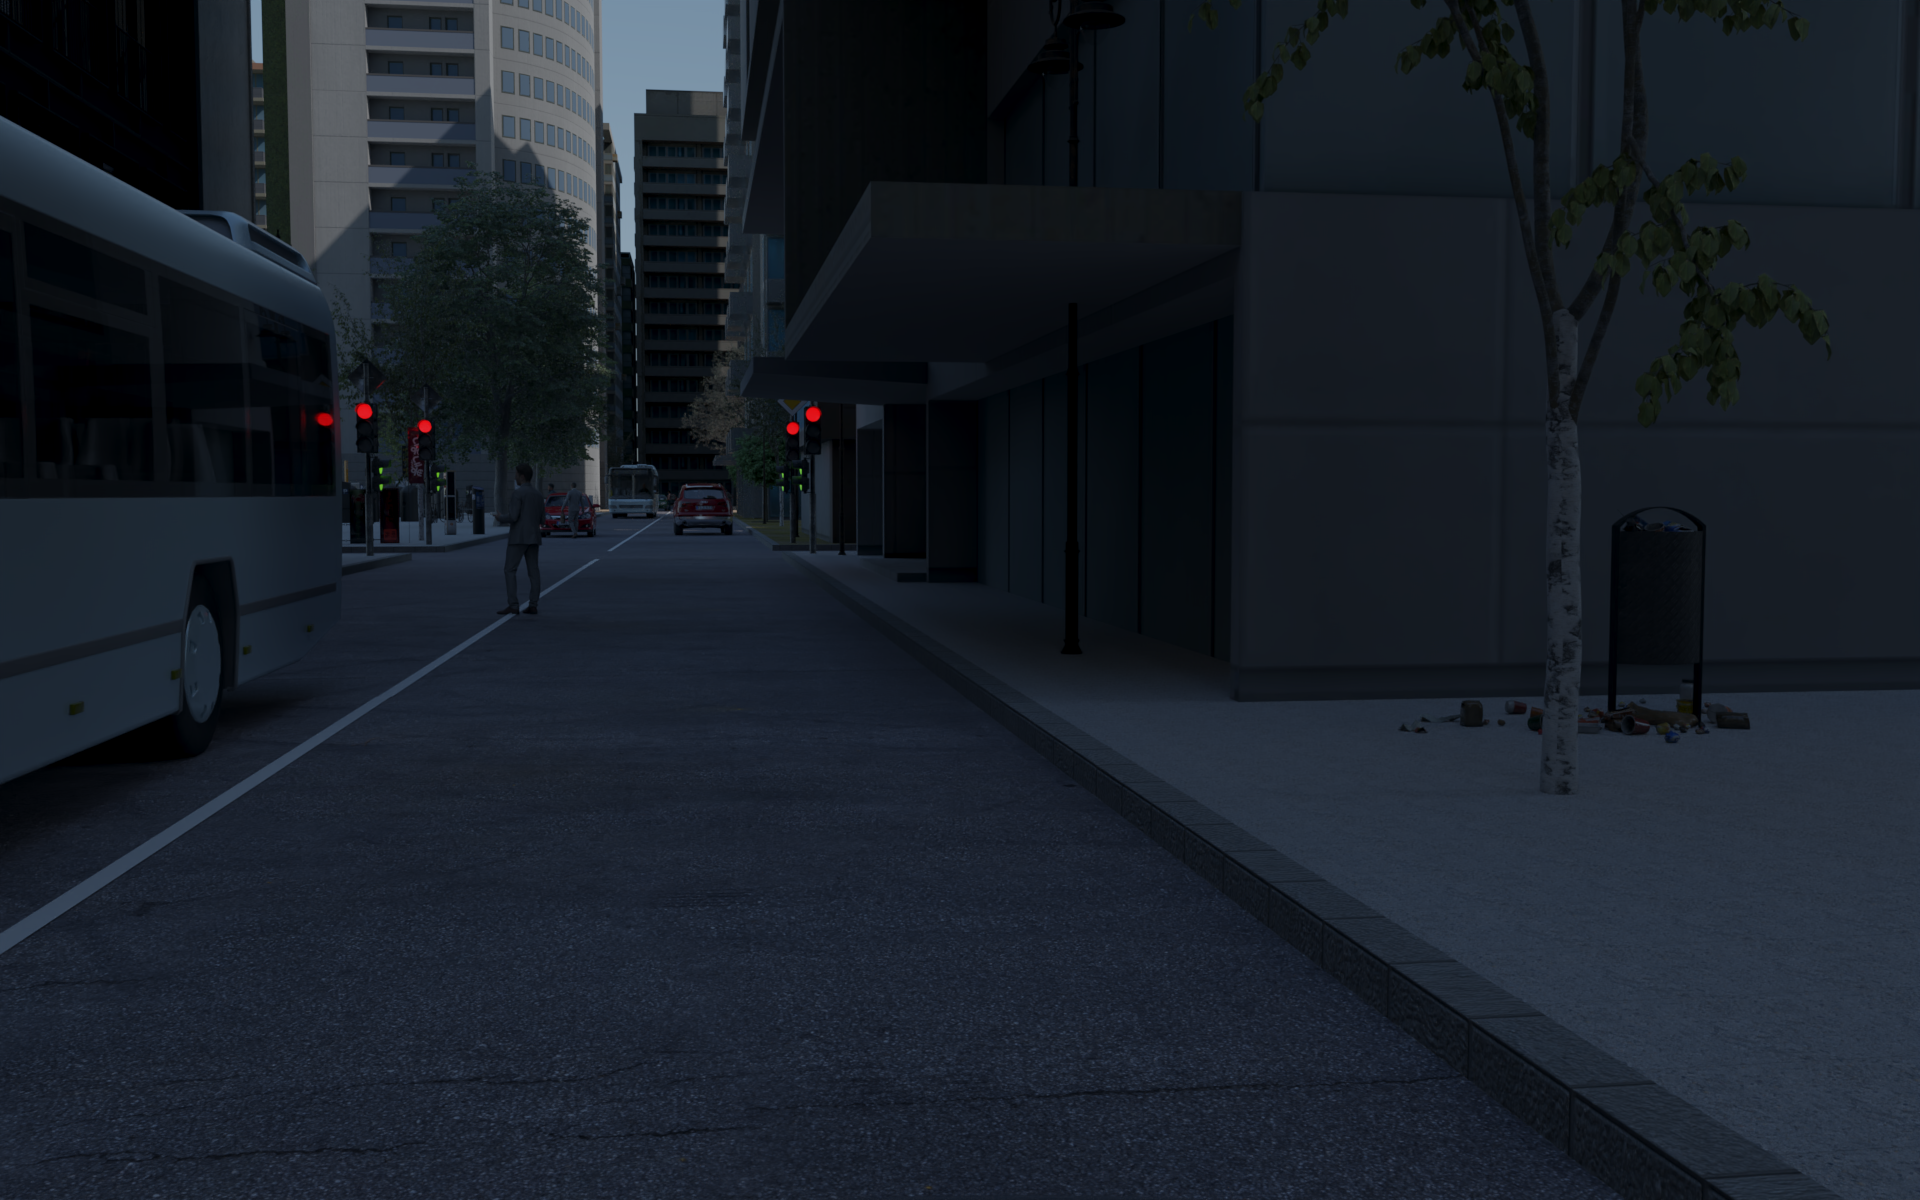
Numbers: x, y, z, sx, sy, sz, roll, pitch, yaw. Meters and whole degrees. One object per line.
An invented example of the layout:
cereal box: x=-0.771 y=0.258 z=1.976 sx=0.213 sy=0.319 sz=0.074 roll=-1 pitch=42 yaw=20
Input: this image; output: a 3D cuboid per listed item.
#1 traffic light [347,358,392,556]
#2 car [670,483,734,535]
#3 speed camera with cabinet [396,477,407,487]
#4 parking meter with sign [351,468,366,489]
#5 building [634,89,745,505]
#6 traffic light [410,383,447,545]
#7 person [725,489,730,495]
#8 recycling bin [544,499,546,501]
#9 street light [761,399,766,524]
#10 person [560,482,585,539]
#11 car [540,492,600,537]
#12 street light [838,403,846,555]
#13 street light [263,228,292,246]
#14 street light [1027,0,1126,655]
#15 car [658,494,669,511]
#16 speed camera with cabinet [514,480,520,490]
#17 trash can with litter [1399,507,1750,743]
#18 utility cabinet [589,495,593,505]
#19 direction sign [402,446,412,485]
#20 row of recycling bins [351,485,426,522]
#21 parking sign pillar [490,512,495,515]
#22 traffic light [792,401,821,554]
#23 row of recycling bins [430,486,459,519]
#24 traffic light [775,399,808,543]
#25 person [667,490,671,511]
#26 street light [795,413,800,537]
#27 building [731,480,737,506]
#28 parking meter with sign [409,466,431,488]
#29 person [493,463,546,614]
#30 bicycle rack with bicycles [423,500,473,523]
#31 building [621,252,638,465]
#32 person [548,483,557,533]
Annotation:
traffic light: x=-12.247 y=-2.873 z=35.891 sx=0.839 sy=4.253 sz=0.868 roll=-1 pitch=4 yaw=-9
car: x=-9.216 y=-3.258 z=61.933 sx=2.281 sy=1.827 sz=5.304 roll=-1 pitch=4 yaw=-10
speed camera with cabinet: x=-37.516 y=-7.413 z=115.537 sx=0.660 sy=3.252 sz=2.038 roll=-3 pitch=4 yaw=-38
parking meter with sign: x=-40.247 y=-7.303 z=115.660 sx=1.738 sy=3.016 sz=0.543 roll=1 pitch=4 yaw=13
building: x=-28.684 y=-36.001 z=212.314 sx=21.600 sy=48.544 sz=21.300 roll=-1 pitch=4 yaw=-9
traffic light: x=-13.443 y=-3.356 z=43.786 sx=0.839 sy=4.253 sz=0.868 roll=-1 pitch=4 yaw=-9
person: x=-23.532 y=-10.304 z=174.519 sx=1.348 sy=1.824 sz=0.705 roll=-1 pitch=4 yaw=-11
recycling bin: x=-20.147 y=-4.460 z=85.475 sx=0.722 sy=1.027 sz=0.722 roll=-1 pitch=4 yaw=-19
street light: x=-8.381 y=-6.196 z=74.096 sx=0.468 sy=5.910 sz=1.993 roll=-1 pitch=4 yaw=-9
person: x=-12.510 y=-2.898 z=55.999 sx=0.853 sy=1.813 sz=0.709 roll=3 pitch=5 yaw=45
car: x=-13.270 y=-3.034 z=58.647 sx=2.155 sy=1.783 sz=4.494 roll=-1 pitch=4 yaw=-10
street light: x=-2.481 y=-3.882 z=36.262 sx=0.468 sy=5.910 sz=1.993 roll=-1 pitch=4 yaw=-9
street light: x=-11.899 y=-3.523 z=30.391 sx=0.468 sy=5.910 sz=1.993 roll=-1 pitch=4 yaw=-9
street light: x=0.897 y=-2.505 z=13.751 sx=0.468 sy=5.910 sz=1.993 roll=-1 pitch=4 yaw=-9
car: x=-25.920 y=-8.358 z=148.450 sx=2.131 sy=1.459 sz=4.920 roll=0 pitch=4 yaw=-7
speed camera with cabinet: x=-26.735 y=-6.790 z=105.349 sx=0.660 sy=3.252 sz=2.038 roll=-1 pitch=4 yaw=-10
trash can with litter: x=3.470 y=0.084 z=9.681 sx=2.233 sy=1.210 sz=1.678 roll=0 pitch=4 yaw=-6
utility cabinet: x=-24.316 y=-6.299 z=114.148 sx=0.306 sy=1.237 sz=1.020 roll=-1 pitch=4 yaw=-12
direction sign: x=-25.796 y=-5.471 z=81.447 sx=0.876 sy=3.537 sz=0.379 roll=-3 pitch=5 yaw=-42
row of recycling bins: x=-26.688 y=-4.446 z=79.799 sx=3.534 sy=1.692 sz=1.069 roll=-2 pitch=4 yaw=-31
parking sign pillar: x=-28.179 y=-7.218 z=106.490 sx=1.447 sy=3.967 sz=1.447 roll=0 pitch=4 yaw=-6
traffic light: x=-3.191 y=-2.957 z=37.273 sx=0.839 sy=4.253 sz=0.868 roll=-1 pitch=4 yaw=-9
row of recycling bins: x=-27.203 y=-5.127 z=90.932 sx=1.069 sy=1.692 sz=3.534 roll=-2 pitch=4 yaw=-31
traffic light: x=-4.387 y=-3.440 z=45.168 sx=0.839 sy=4.253 sz=0.868 roll=-1 pitch=4 yaw=-9
person: x=-24.272 y=-8.252 z=144.128 sx=0.721 sy=1.736 sz=1.217 roll=0 pitch=4 yaw=-3
street light: x=-4.864 y=-4.807 z=51.390 sx=0.468 sy=5.910 sz=1.993 roll=-1 pitch=4 yaw=-9
building: x=-12.302 y=-52.942 z=178.266 sx=22.319 sy=86.520 sz=31.000 roll=-1 pitch=4 yaw=-9
parking meter with sign: x=-33.369 y=-6.726 z=106.227 sx=1.738 sy=3.016 sz=0.543 roll=0 pitch=4 yaw=6
person: x=-5.278 y=-0.735 z=20.723 sx=0.583 sy=1.804 sz=0.606 roll=1 pitch=4 yaw=21
bicycle rack with bicycles: x=-22.848 y=-3.914 z=77.382 sx=2.852 sy=0.926 sz=2.925 roll=-2 pitch=4 yaw=-35
building: x=-45.806 y=-26.605 z=206.692 sx=14.107 sy=30.474 sz=14.160 roll=-1 pitch=4 yaw=-9
person: x=-14.934 y=-3.353 z=63.302 sx=0.713 sy=1.824 sz=0.794 roll=2 pitch=4 yaw=34
